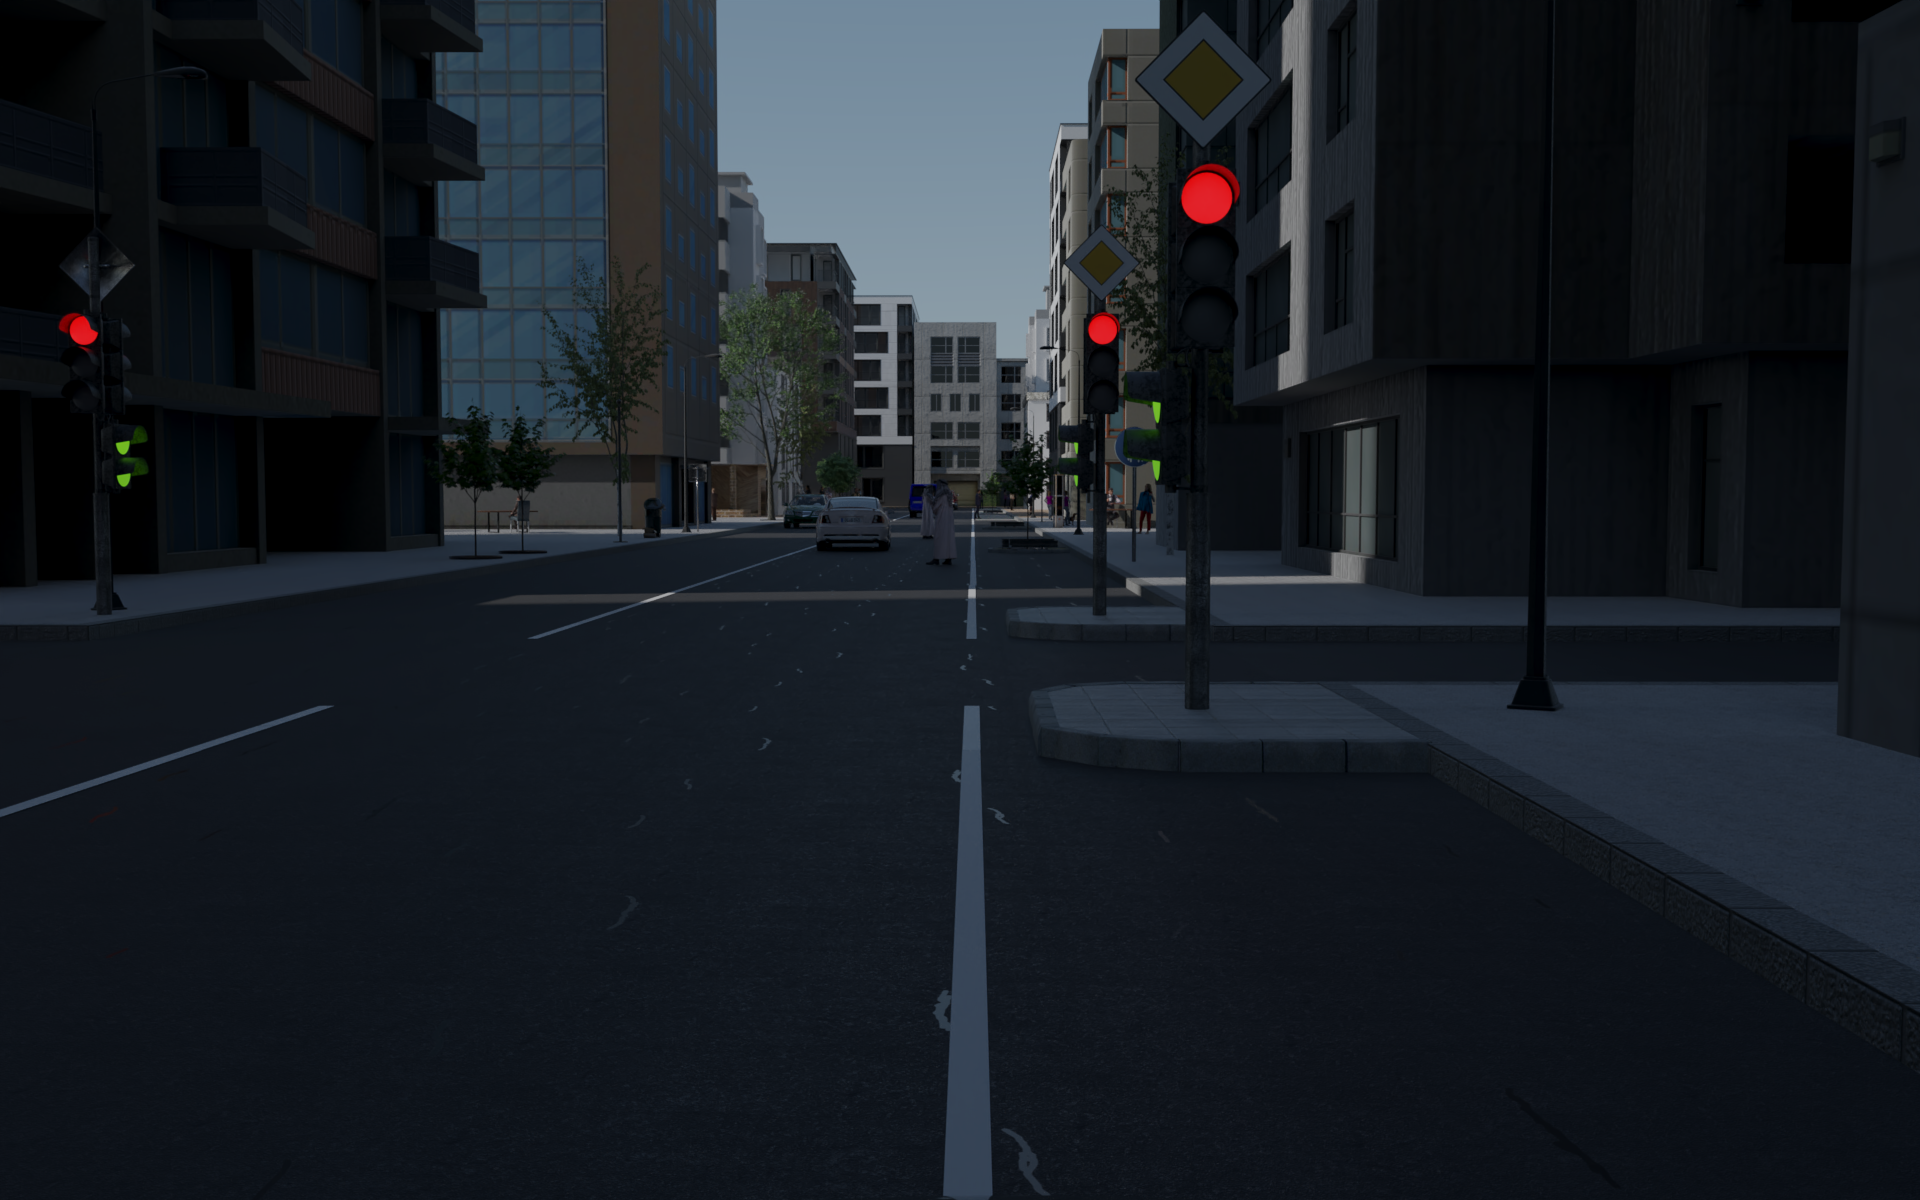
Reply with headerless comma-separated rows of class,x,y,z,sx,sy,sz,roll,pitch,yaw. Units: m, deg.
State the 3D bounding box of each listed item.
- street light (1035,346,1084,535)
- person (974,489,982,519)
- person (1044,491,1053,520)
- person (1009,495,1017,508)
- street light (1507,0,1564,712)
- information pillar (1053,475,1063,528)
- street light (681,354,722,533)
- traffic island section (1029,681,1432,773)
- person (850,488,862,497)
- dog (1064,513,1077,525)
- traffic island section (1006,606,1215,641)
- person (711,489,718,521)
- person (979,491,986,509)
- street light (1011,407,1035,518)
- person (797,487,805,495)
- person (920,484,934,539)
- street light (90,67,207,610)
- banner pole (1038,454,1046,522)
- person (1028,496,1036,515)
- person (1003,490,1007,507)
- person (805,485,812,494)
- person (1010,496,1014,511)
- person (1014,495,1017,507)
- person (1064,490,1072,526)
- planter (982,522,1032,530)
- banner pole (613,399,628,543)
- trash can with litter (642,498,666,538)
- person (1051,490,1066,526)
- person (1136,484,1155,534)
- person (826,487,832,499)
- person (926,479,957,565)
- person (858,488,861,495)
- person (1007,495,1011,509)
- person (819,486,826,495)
street light,3.194,-5.008,54.415,1.470,5.913,1.316,0,4,0
person,1.036,-5.509,99.494,0.530,1.710,0.541,1,4,13
person,4.402,-4.609,84.639,0.726,1.435,0.776,1,4,15
person,4.862,-9.653,164.593,1.217,1.735,0.721,-1,4,-12
street light,2.911,-2.305,10.224,1.470,5.913,1.316,0,4,0
information pillar,3.713,-3.733,65.529,0.304,2.012,0.304,-1,4,-19
street light,-8.581,-5.201,57.572,1.470,5.913,1.316,0,4,0
traffic island section,1.439,0.729,10.362,2.009,0.180,2.903,0,4,0
person,-6.084,-5.709,101.931,1.348,1.812,0.705,-2,4,-35
dog,4.502,-3.329,71.266,0.540,0.507,0.406,-1,4,-16
traffic island section,1.500,0.241,18.347,2.009,0.180,2.903,0,4,0
person,-11.838,-4.565,82.958,0.482,1.546,0.388,-2,4,-35
person,1.998,-9.455,163.816,1.217,1.735,0.721,-2,4,-29
street light,3.406,-7.367,92.984,1.470,5.913,1.316,0,4,0
person,-9.506,-5.998,104.844,0.721,1.736,1.217,-3,5,-45
person,-0.992,-2.827,55.384,0.621,1.740,0.551,-2,4,-25
street light,-8.891,-2.842,19.003,1.470,5.913,1.316,0,4,0
banner pole,3.716,-5.464,79.357,0.401,3.779,0.863,1,4,13
person,4.464,-5.978,107.023,0.421,1.427,0.697,3,4,38
person,4.408,-9.738,165.943,0.721,1.739,1.217,0,4,-8
person,-8.876,-5.788,100.688,0.705,1.822,1.348,2,4,25
person,4.074,-7.866,134.669,0.705,1.823,1.348,0,4,5
person,5.346,-10.000,170.258,0.721,1.735,1.217,-1,4,-23
person,4.415,-3.739,70.414,0.776,1.434,0.726,-3,5,-41
planter,1.893,-3.016,70.455,1.991,0.319,1.994,0,4,0
banner pole,-9.063,-3.431,46.115,0.401,3.779,0.863,-1,4,-12
trash can with litter,-8.963,-2.403,50.684,0.624,1.170,1.055,0,4,-3
person,3.926,-3.824,69.240,0.551,1.740,0.621,-1,4,-8
person,5.907,-2.901,55.179,0.444,1.614,0.593,-2,4,-34
person,-8.648,-6.580,114.290,0.621,1.740,0.551,0,4,-7
person,-0.361,-1.592,35.192,0.621,1.740,0.551,1,4,12
person,-8.661,-8.738,148.986,0.705,1.814,1.350,0,4,-8
person,4.372,-8.809,150.521,0.568,1.767,0.683,3,5,41
person,-9.254,-6.770,116.744,0.705,1.822,1.348,2,4,28
